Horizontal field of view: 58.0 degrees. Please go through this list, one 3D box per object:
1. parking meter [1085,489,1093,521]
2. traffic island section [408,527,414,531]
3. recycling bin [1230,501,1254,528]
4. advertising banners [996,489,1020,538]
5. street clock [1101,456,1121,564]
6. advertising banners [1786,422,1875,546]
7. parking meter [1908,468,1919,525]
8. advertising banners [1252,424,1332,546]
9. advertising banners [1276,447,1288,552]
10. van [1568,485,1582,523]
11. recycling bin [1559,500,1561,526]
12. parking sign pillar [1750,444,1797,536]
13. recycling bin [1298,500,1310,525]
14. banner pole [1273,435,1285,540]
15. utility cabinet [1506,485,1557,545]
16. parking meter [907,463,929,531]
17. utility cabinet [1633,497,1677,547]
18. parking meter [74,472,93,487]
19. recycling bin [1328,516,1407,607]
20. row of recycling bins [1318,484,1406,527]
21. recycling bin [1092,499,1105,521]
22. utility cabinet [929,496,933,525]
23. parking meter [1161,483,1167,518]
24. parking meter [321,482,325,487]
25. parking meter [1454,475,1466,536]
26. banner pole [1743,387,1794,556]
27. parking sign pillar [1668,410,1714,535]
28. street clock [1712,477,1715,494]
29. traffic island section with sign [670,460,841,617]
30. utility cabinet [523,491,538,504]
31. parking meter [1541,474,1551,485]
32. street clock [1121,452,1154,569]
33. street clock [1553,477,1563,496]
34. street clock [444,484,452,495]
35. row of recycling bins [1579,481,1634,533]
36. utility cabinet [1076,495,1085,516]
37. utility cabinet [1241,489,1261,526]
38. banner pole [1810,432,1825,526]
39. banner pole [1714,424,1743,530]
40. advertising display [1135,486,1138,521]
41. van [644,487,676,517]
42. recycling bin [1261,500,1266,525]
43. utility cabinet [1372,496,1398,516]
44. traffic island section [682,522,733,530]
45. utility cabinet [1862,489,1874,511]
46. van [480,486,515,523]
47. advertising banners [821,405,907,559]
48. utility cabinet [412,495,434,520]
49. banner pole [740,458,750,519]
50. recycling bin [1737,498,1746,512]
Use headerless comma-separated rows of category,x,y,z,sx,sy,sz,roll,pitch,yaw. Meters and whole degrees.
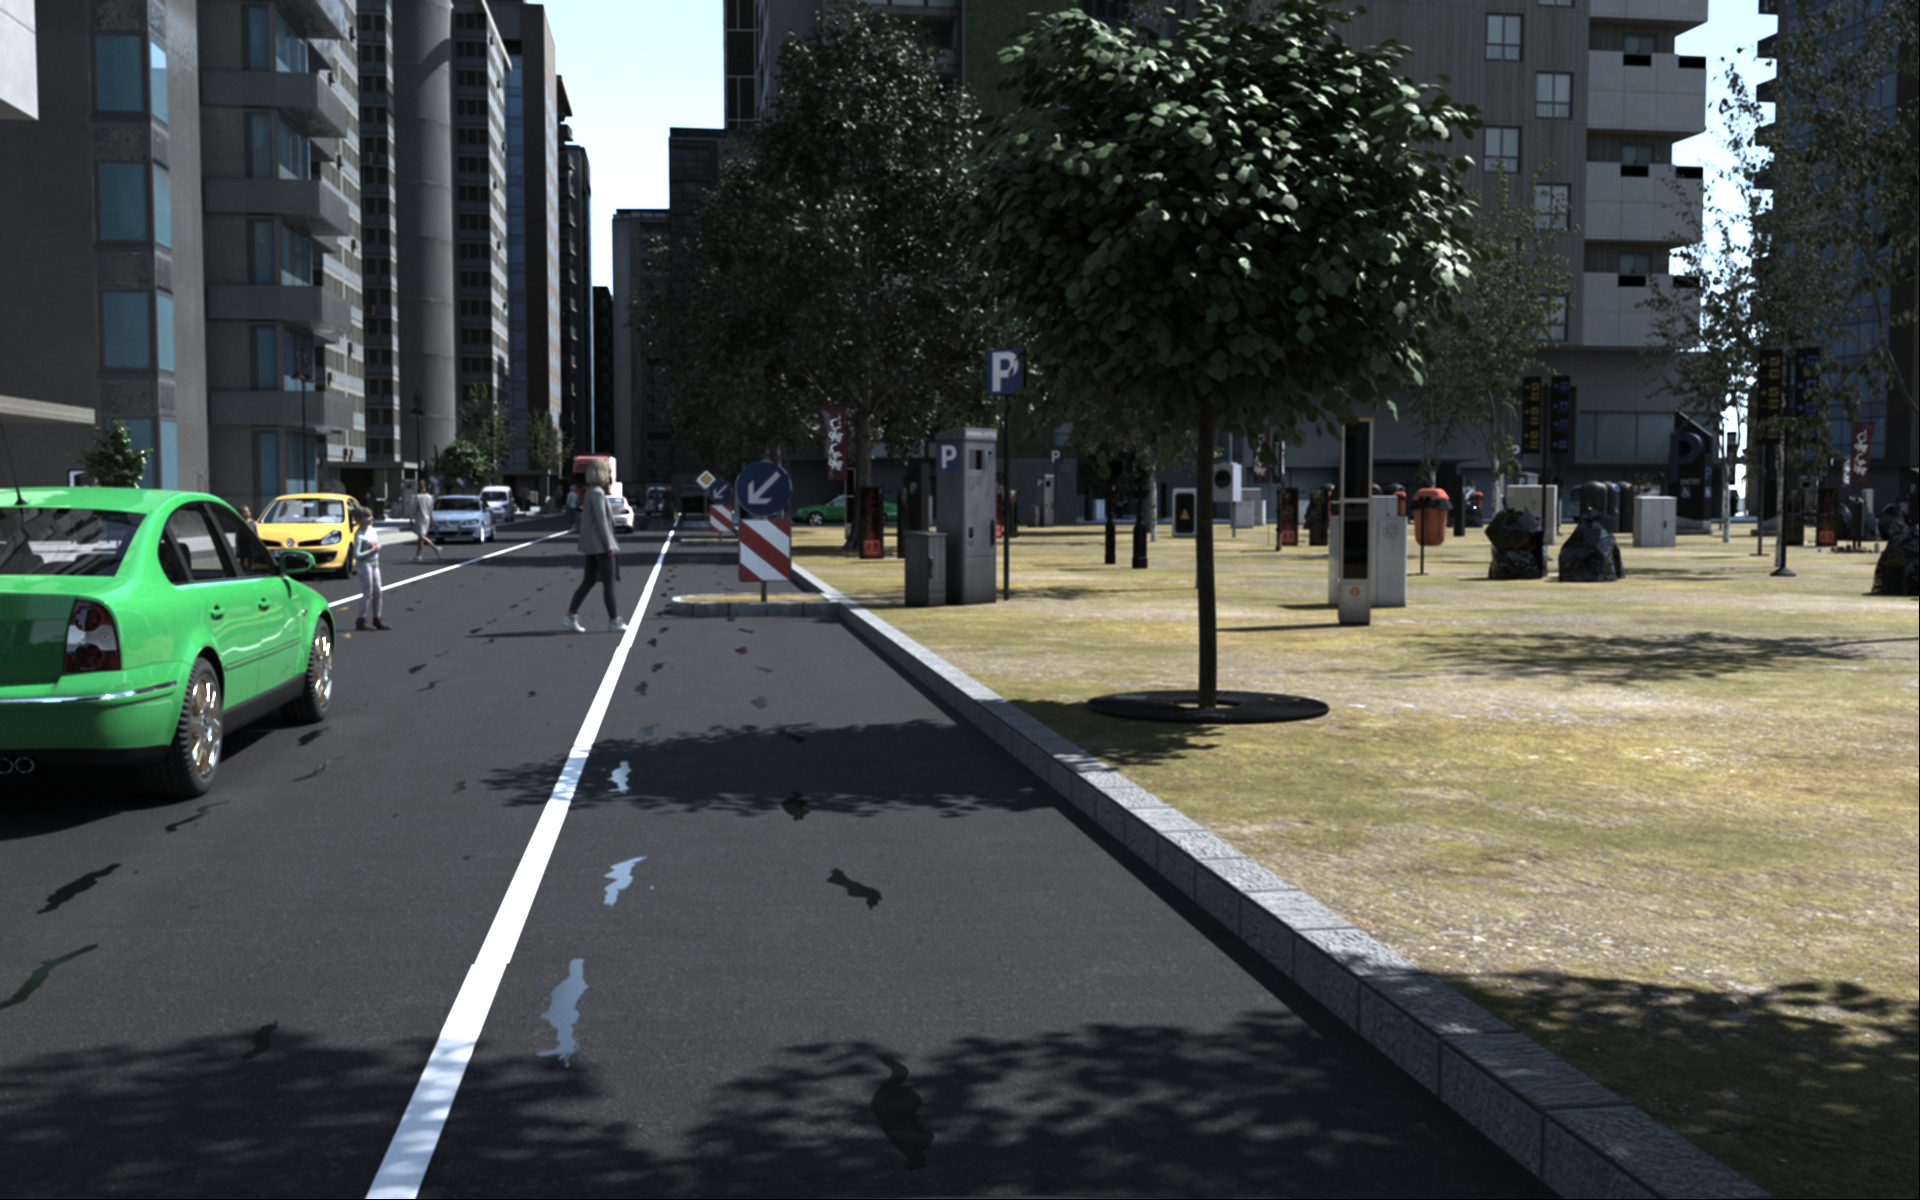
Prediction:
parking meter,6.550,-4.874,88.099,0.372,1.533,0.369,0,3,0
traffic island section,-20.700,-2.851,68.892,2.009,0.180,2.903,-1,4,-9
recycling bin,10.616,-3.221,65.218,0.722,1.027,0.722,0,4,-7
advertising banners,1.086,-3.307,50.250,0.090,3.025,2.074,3,4,39
street clock,2.762,-1.665,31.789,0.471,2.002,0.358,0,4,6
advertising banners,21.309,-2.837,42.568,2.074,3.025,0.090,3,5,41
parking meter,21.457,-2.023,38.779,0.255,1.863,0.399,0,4,-4
advertising banners,8.221,-2.873,43.154,2.074,3.025,0.090,1,4,20
advertising banners,7.304,-2.645,39.440,0.090,3.025,2.074,1,4,14
van,30.448,-4.492,80.455,4.112,2.044,2.013,-1,4,-9
recycling bin,23.553,-3.468,69.262,0.722,1.027,0.722,0,4,-5
parking sign pillar,25.161,-3.964,53.283,1.447,3.967,1.447,-1,4,-10
recycling bin,14.194,-3.633,71.961,0.722,1.027,0.722,-1,4,-19
banner pole,9.029,-3.602,48.912,0.401,3.779,0.863,-1,4,-19
utility cabinet,14.305,-2.122,43.376,1.173,1.500,0.318,2,4,31
parking meter,-0.803,-1.666,32.949,0.255,1.863,0.399,-3,5,-43
utility cabinet,16.781,-1.875,41.825,1.020,1.237,0.306,-1,4,-17
parking meter,-22.501,-2.371,44.475,0.255,1.863,0.399,2,4,32
recycling bin,4.685,-0.451,19.927,0.722,1.027,0.722,0,4,-4
row of recycling bins,15.789,-3.742,68.286,3.534,1.692,1.069,0,4,-5
recycling bin,6.521,-4.350,83.684,0.722,1.027,0.722,3,5,41
utility cabinet,-1.594,-3.704,71.718,1.020,1.237,0.306,-3,5,-42
parking meter,10.862,-5.299,92.348,0.255,1.863,0.399,1,4,17
parking meter,-31.123,-4.842,84.883,0.255,1.863,0.399,-3,5,-41
parking meter,15.201,-2.872,52.675,0.255,1.863,0.399,2,4,33
banner pole,16.812,-2.801,35.816,0.401,3.779,0.863,-2,4,-35
parking sign pillar,23.081,-4.054,54.752,1.447,3.967,1.447,-2,4,-33
street clock,31.011,-4.109,71.753,0.471,2.002,0.358,2,4,25
traffic island section with sign,-2.534,-0.766,21.158,1.989,1.847,2.006,-1,4,-9
utility cabinet,-36.547,-8.480,147.333,1.173,1.500,0.318,1,4,11
parking meter,17.150,-2.755,50.750,0.255,1.863,0.399,1,4,15
street clock,3.102,-1.545,29.835,0.358,2.002,0.471,-2,4,-33
street clock,25.765,-4.288,74.674,0.358,2.002,0.471,-1,4,-13
street clock,-31.044,-6.149,105.108,0.471,2.002,0.358,2,4,33
row of recycling bins,21.533,-3.053,57.032,3.534,1.692,1.069,-3,5,-39
utility cabinet,6.909,-5.461,100.441,1.020,1.237,0.306,2,4,32
utility cabinet,11.371,-3.685,68.926,1.173,1.500,0.318,0,4,2
banner pole,34.409,-4.853,69.363,0.401,3.779,0.863,0,4,-3
banner pole,27.043,-4.345,61.065,0.401,3.779,0.863,-1,4,-21
advertising display,7.068,-3.864,68.386,0.123,1.923,0.974,0,4,-5
van,-18.761,-6.184,108.124,2.013,2.044,4.112,0,4,-8
recycling bin,12.138,-3.580,71.083,0.722,1.027,0.722,1,4,19
utility cabinet,14.283,-2.906,58.674,1.020,1.237,0.306,0,4,-3
traffic island section,-10.285,-2.950,70.517,2.009,0.180,2.903,-1,4,-9
utility cabinet,40.972,-4.253,78.223,0.318,1.500,1.173,1,4,20
van,-23.559,-4.941,87.804,2.013,2.044,4.112,-1,4,-10
advertising banners,-1.726,-2.331,34.304,2.074,3.025,0.090,-1,4,-16
utility cabinet,-26.729,-4.588,86.168,1.020,1.237,0.306,-1,4,-13
banner pole,-10.188,-5.651,82.403,0.863,3.779,0.401,3,5,44
recycling bin,55.005,-6.710,122.264,0.722,1.027,0.722,1,4,11
